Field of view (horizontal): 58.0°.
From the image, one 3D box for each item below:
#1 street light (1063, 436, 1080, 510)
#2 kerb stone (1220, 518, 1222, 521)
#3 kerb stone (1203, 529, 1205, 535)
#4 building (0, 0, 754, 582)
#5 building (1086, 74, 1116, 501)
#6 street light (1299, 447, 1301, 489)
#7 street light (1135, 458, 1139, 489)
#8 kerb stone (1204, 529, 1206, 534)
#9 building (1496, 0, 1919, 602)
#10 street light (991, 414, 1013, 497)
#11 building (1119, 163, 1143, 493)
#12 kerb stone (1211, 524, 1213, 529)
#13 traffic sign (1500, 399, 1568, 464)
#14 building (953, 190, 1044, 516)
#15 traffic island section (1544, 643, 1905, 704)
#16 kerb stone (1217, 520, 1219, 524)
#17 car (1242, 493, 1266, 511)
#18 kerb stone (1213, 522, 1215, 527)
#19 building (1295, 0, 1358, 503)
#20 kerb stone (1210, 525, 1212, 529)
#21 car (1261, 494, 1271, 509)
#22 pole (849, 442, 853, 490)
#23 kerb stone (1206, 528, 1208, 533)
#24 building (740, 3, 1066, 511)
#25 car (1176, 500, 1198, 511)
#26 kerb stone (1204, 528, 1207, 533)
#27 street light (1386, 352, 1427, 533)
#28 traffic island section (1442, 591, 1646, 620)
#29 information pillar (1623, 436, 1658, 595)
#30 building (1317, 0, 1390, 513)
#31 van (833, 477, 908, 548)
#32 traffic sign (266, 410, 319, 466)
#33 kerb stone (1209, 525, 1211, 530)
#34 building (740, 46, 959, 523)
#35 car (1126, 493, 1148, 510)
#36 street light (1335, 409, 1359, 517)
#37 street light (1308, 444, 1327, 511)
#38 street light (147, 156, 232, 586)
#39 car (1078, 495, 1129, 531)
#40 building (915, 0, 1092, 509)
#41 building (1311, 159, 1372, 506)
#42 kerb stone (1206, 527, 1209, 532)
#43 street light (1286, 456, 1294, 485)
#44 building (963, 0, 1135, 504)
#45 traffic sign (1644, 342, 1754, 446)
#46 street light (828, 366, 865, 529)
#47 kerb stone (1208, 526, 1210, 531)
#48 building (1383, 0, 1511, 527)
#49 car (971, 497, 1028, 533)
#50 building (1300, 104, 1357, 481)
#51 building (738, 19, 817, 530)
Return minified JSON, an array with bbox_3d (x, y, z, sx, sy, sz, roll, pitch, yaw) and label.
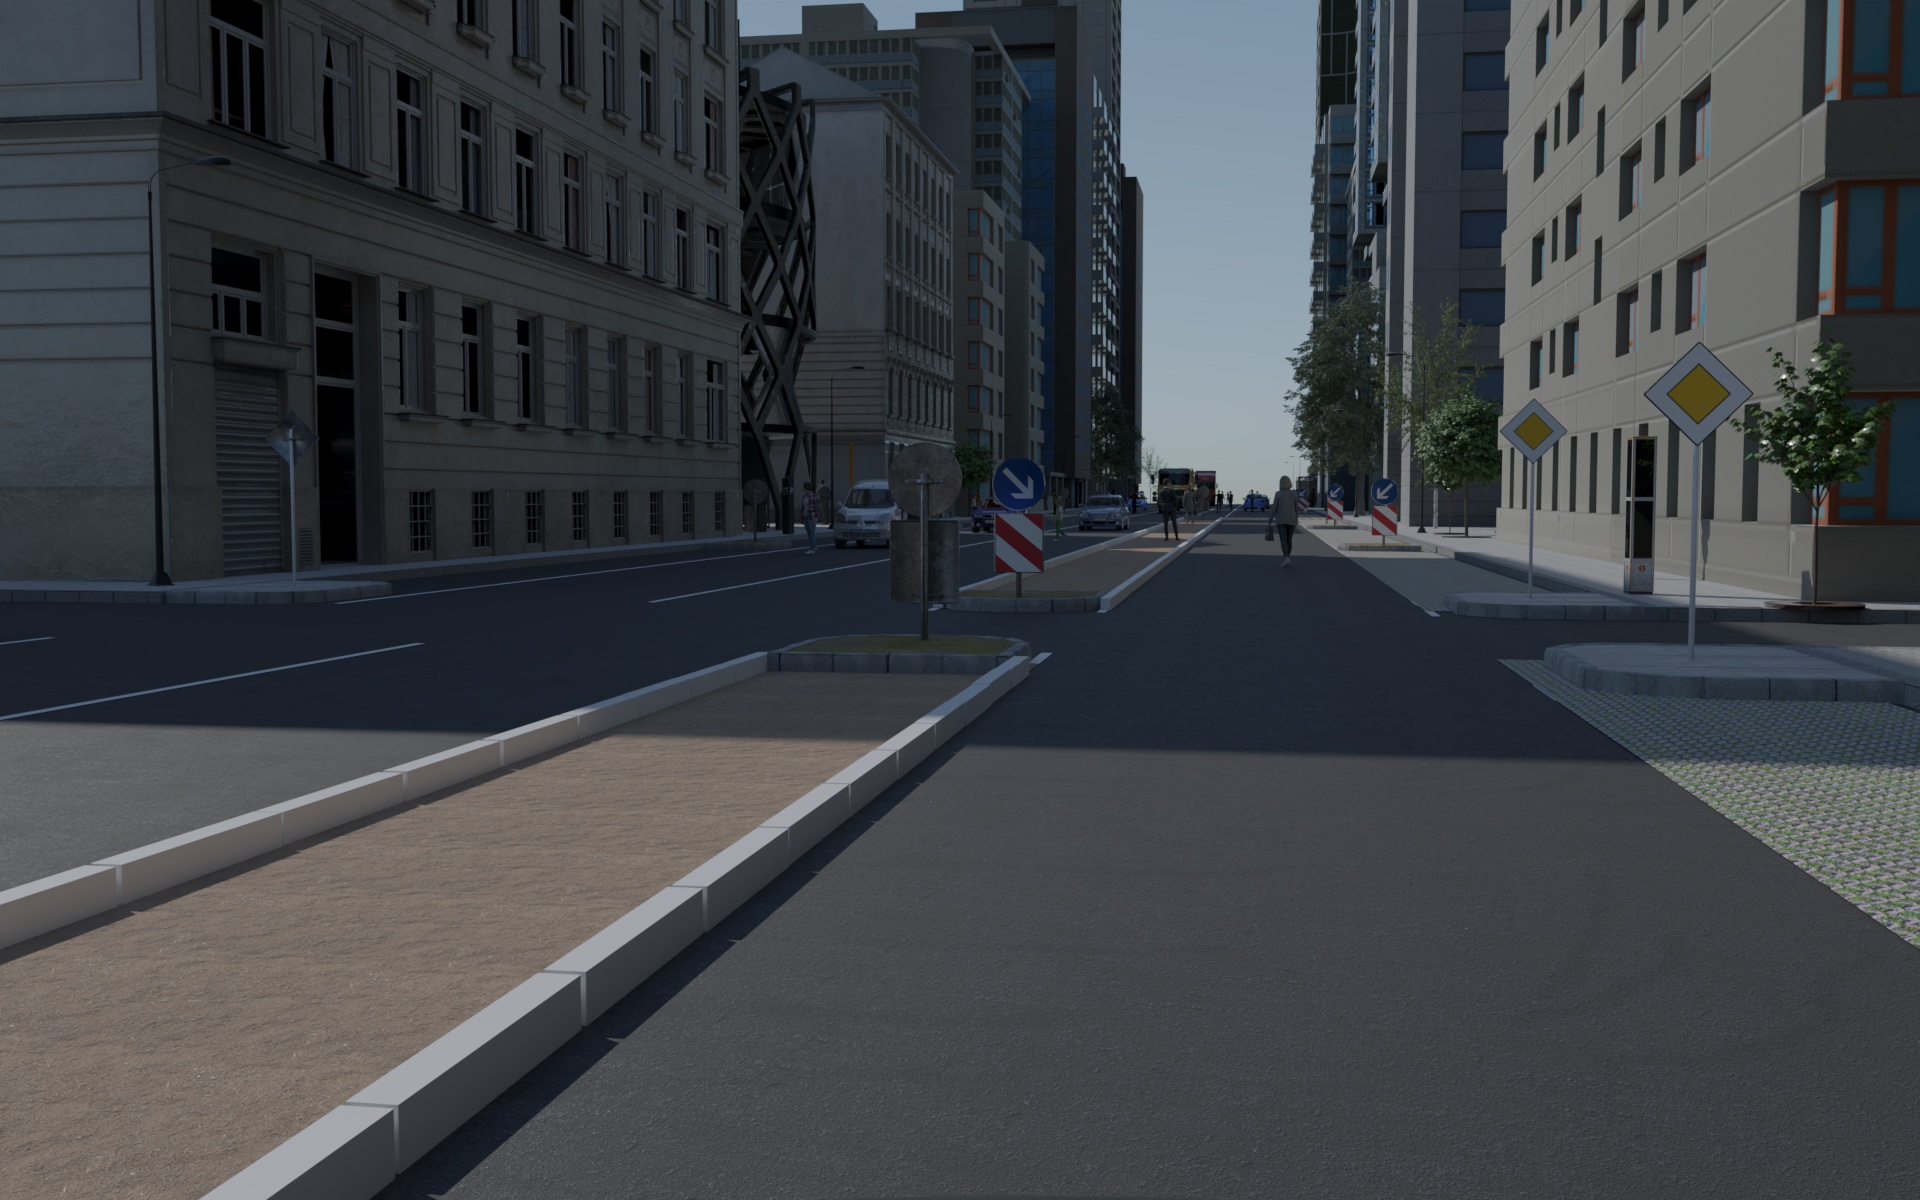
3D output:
[{"bbox_3d":[8.856,-10.138,138.294,1.470,5.913,1.316,1,4,10],"label":"street light"},{"bbox_3d":[12.570,-3.808,84.484,0.120,0.150,1.000,1,4,10],"label":"kerb stone"},{"bbox_3d":[8.089,-2.200,58.195,0.120,0.150,1.000,1,4,10],"label":"kerb stone"},{"bbox_3d":[-16.208,-12.621,39.644,16.112,22.955,30.059,1,4,10],"label":"building"},{"bbox_3d":[5.943,-35.333,197.302,23.786,49.044,30.456,1,4,10],"label":"building"},{"bbox_3d":[33.922,-12.106,170.473,1.470,5.913,1.316,1,4,10],"label":"street light"},{"bbox_3d":[22.813,-15.133,219.970,1.470,5.913,1.316,1,4,10],"label":"street light"},{"bbox_3d":[8.255,-2.263,59.203,0.120,0.150,1.000,1,4,10],"label":"kerb stone"},{"bbox_3d":[26.757,-11.388,31.239,28.899,21.520,27.650,1,4,10],"label":"building"},{"bbox_3d":[2.356,-7.806,100.169,1.470,5.913,1.316,1,4,10],"label":"street light"},{"bbox_3d":[17.800,-36.012,238.906,14.600,45.320,14.200,1,4,10],"label":"building"},{"bbox_3d":[9.804,-2.818,68.305,0.120,0.150,1.000,1,4,10],"label":"kerb stone"},{"bbox_3d":[7.020,-1.162,21.189,0.795,2.593,0.064,1,4,10],"label":"traffic sign"},{"bbox_3d":[-9.886,-16.520,115.145,27.650,21.520,28.899,1,4,10],"label":"building"},{"bbox_3d":[5.700,0.543,13.396,2.009,0.180,2.903,1,4,10],"label":"traffic island section"},{"bbox_3d":[11.535,-3.437,78.413,0.120,0.150,1.000,1,4,10],"label":"kerb stone"},{"bbox_3d":[24.529,-8.247,144.430,1.945,1.707,3.694,0,4,8],"label":"car"},{"bbox_3d":[10.327,-3.005,71.333,0.120,0.150,1.000,1,4,10],"label":"kerb stone"},{"bbox_3d":[57.266,-48.955,238.672,20.563,71.187,20.611,1,4,10],"label":"building"},{"bbox_3d":[9.464,-2.690,66.276,0.120,0.150,1.000,1,4,10],"label":"kerb stone"},{"bbox_3d":[28.308,-9.257,163.361,2.014,1.417,4.499,1,4,11],"label":"car"},{"bbox_3d":[-4.304,-4.567,68.512,0.158,3.312,0.155,0,3,0],"label":"pole"},{"bbox_3d":[8.601,-2.387,61.226,0.120,0.150,1.000,1,4,10],"label":"kerb stone"},{"bbox_3d":[-7.958,-27.493,141.396,32.217,40.220,23.993,1,4,10],"label":"building"},{"bbox_3d":[19.349,-8.273,147.850,1.945,1.354,3.894,1,4,8],"label":"car"},{"bbox_3d":[8.425,-2.324,60.211,0.120,0.150,1.000,1,4,10],"label":"kerb stone"},{"bbox_3d":[14.636,-5.154,56.816,1.470,5.913,1.316,1,4,10],"label":"street light"},{"bbox_3d":[7.044,0.062,21.267,2.009,0.180,2.903,1,4,10],"label":"traffic island section"},{"bbox_3d":[8.711,-1.082,22.180,0.304,2.012,0.304,0,4,6],"label":"information pillar"},{"bbox_3d":[43.597,-51.268,150.902,22.319,86.520,31.000,1,4,10],"label":"building"},{"bbox_3d":[-2.286,-2.453,47.121,2.013,2.044,4.112,1,4,9],"label":"van"},{"bbox_3d":[-9.237,-1.332,23.975,0.795,2.593,0.064,1,4,10],"label":"traffic sign"},{"bbox_3d":[9.295,-2.634,65.264,0.120,0.150,1.000,1,4,10],"label":"kerb stone"},{"bbox_3d":[-6.385,-14.448,85.376,9.793,20.994,18.267,1,4,10],"label":"building"},{"bbox_3d":[15.785,-8.846,154.219,1.945,1.707,3.694,1,4,9],"label":"car"},{"bbox_3d":[21.204,-7.486,94.929,1.470,5.913,1.316,1,4,10],"label":"street light"},{"bbox_3d":[27.429,-9.774,132.347,1.470,5.913,1.316,1,4,10],"label":"street light"},{"bbox_3d":[-10.691,-3.150,24.045,1.470,5.913,1.316,1,4,10],"label":"street light"},{"bbox_3d":[5.808,-3.522,69.589,2.014,1.417,4.499,1,4,10],"label":"car"},{"bbox_3d":[4.464,-31.092,158.463,14.600,45.320,14.200,1,4,10],"label":"building"},{"bbox_3d":[54.374,-30.226,186.071,32.217,40.220,23.993,1,4,10],"label":"building"},{"bbox_3d":[8.773,-2.449,62.238,0.120,0.150,1.000,1,4,10],"label":"kerb stone"},{"bbox_3d":[41.016,-14.636,211.846,1.470,5.913,1.316,1,4,10],"label":"street light"},{"bbox_3d":[12.133,-47.902,221.457,20.563,71.187,20.611,1,4,10],"label":"building"},{"bbox_3d":[5.676,-0.681,13.317,0.795,2.593,0.064,1,4,10],"label":"traffic sign"},{"bbox_3d":[-4.127,-5.529,62.947,1.470,5.913,1.316,1,4,10],"label":"street light"},{"bbox_3d":[9.121,-2.572,64.256,0.120,0.150,1.000,1,4,10],"label":"kerb stone"},{"bbox_3d":[30.311,-32.795,78.191,21.231,58.520,28.212,1,4,10],"label":"building"},{"bbox_3d":[1.519,-3.219,65.212,1.945,1.354,3.894,1,4,11],"label":"car"},{"bbox_3d":[54.596,-36.336,213.706,23.786,49.044,30.456,1,4,10],"label":"building"},{"bbox_3d":[-13.993,-11.968,63.123,16.820,18.784,16.811,1,4,10],"label":"building"}]
